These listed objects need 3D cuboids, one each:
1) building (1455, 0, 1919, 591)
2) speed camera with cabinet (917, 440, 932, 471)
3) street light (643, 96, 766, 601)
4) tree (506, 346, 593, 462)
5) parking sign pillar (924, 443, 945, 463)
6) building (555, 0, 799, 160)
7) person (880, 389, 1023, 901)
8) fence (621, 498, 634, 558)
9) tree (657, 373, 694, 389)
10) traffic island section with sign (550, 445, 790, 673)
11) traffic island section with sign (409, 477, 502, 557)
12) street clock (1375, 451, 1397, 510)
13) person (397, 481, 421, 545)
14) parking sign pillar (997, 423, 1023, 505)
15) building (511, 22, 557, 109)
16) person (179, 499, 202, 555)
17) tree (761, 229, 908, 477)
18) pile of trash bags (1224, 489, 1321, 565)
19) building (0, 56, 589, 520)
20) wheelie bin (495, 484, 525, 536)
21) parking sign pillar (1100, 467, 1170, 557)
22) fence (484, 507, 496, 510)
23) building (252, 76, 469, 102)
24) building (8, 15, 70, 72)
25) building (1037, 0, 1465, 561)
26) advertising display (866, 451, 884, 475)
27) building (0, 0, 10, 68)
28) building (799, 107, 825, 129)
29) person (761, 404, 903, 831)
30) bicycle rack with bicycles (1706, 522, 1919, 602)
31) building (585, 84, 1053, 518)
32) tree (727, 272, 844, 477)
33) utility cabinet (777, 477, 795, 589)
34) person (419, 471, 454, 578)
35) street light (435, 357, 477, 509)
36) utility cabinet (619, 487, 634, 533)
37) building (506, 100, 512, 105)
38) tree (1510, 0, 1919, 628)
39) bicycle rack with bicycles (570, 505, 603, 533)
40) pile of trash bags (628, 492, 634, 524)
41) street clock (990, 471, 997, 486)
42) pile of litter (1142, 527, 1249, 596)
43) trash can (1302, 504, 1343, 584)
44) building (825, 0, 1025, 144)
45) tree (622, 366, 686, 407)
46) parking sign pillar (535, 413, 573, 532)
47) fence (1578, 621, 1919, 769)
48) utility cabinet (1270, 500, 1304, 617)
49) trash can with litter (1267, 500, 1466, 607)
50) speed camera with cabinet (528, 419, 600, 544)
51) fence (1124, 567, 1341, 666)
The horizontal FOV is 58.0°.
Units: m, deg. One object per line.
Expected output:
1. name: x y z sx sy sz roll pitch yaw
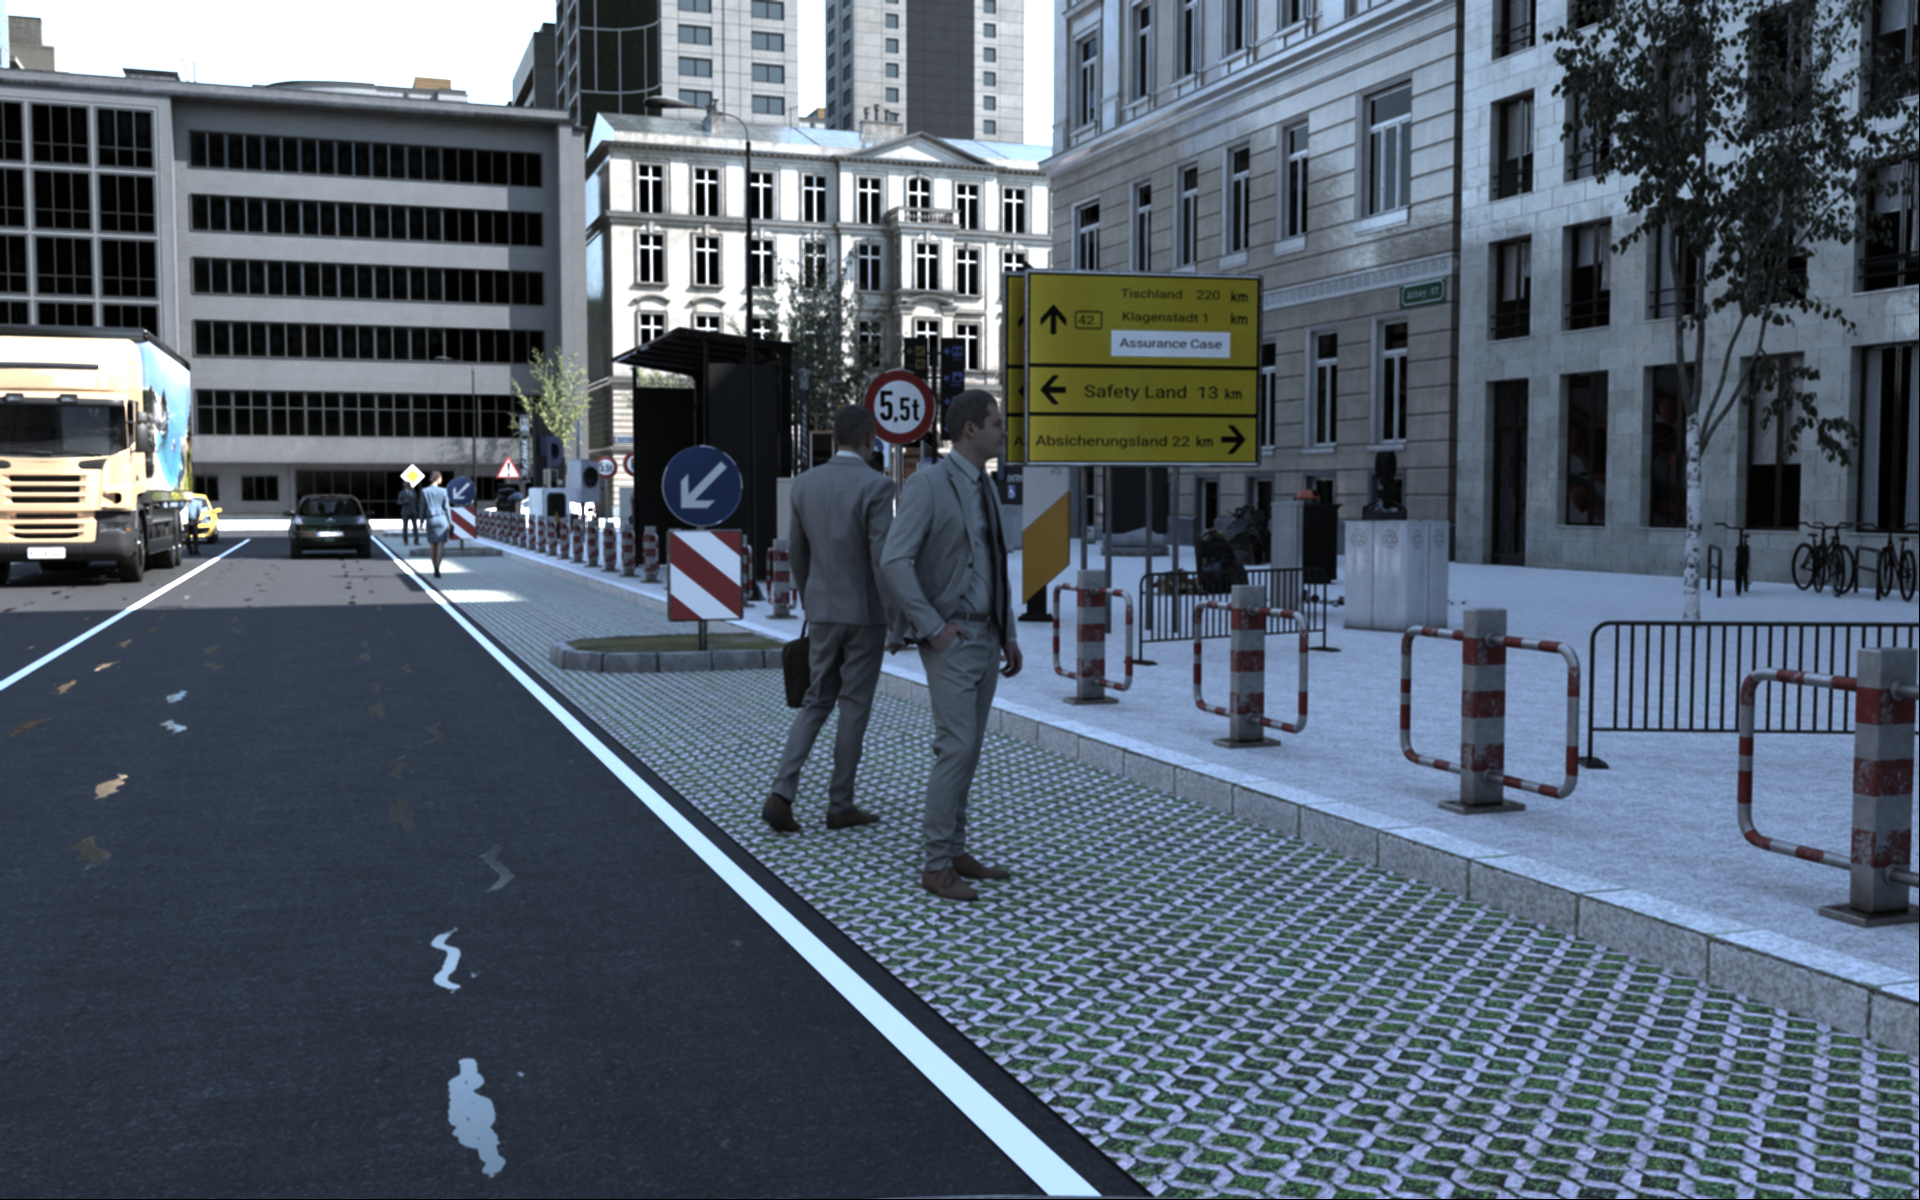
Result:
1. building: 16.981 -10.444 25.517 10.420 20.320 16.860 -1 4 -20
2. speed camera with cabinet: -0.818 -3.343 48.989 0.660 3.252 2.038 0 4 -6
3. street light: -3.028 -2.938 20.577 1.470 5.913 1.316 -1 4 -20
4. tree: -19.998 -8.255 85.327 4.737 8.622 4.395 0 3 0
5. parking sign pillar: -1.271 -6.274 91.050 1.447 3.967 1.447 1 4 18
6. building: -27.142 -43.972 157.198 20.563 71.187 20.611 -1 4 -20
7. person: -0.005 0.138 6.341 0.391 1.810 0.635 1 4 23
8. fence: -6.148 -1.384 33.827 0.480 1.192 2.264 -1 4 -23
9. tree: -12.025 -7.922 79.891 4.360 8.622 3.978 0 3 0
10. traffic island section with sign: -2.449 -0.377 14.789 1.989 1.847 2.006 -1 4 -20
11. traffic island section with sign: -11.706 -1.926 40.111 1.989 1.847 2.006 -1 4 -20
12. street clock: 7.202 -1.515 29.339 0.358 2.002 0.471 2 4 32
13. person: -15.306 -2.419 48.227 0.661 1.801 0.590 -3 5 -40
14. parking sign pillar: 1.457 -3.356 43.336 1.447 3.967 1.447 -2 4 -32
15. building: -33.928 -33.938 178.590 21.300 48.544 21.600 -1 4 -20
16. person: -18.014 -1.828 40.599 0.499 1.552 0.429 0 4 -7
17. tree: -3.562 -5.975 48.059 4.360 8.622 3.978 0 3 0
18. pile of trash bags: 6.091 -1.393 32.528 1.912 1.369 3.447 2 4 28
19. building: -35.229 -16.553 89.715 30.058 24.678 14.314 -1 4 -20
20. wheelie bin: -13.688 -2.736 52.641 0.980 1.594 0.693 0 4 5
21. parking sign pillar: 3.661 -2.917 36.159 1.447 3.967 1.447 1 4 18
22. fence: -20.672 -3.792 77.379 0.278 0.683 2.069 2 4 24
23. building: -84.275 -42.972 244.586 28.212 58.520 21.231 -1 4 -20
24. building: -99.984 -33.489 171.243 21.600 48.544 21.300 -1 4 -20
25. building: 11.747 -15.743 43.307 13.634 28.700 20.117 -1 4 -20
26. advertising display: -1.482 -1.252 25.681 0.123 1.923 0.974 3 4 38
27. building: -89.132 -50.568 139.464 22.319 86.520 31.000 -1 4 -20
28. building: -30.480 -44.128 263.487 28.212 58.520 21.231 -1 4 -20
29. person: -0.496 0.073 7.426 0.709 1.813 0.853 2 4 29
30. bicycle rack with bicycles: 10.715 -0.532 22.088 2.852 0.926 2.925 1 4 21
31. building: -4.115 -17.243 101.004 34.723 24.649 14.460 -1 4 -20
32. tree: -5.549 -6.498 56.597 4.737 8.622 4.395 0 3 0
33. utility cabinet: -1.865 -0.877 23.012 1.173 1.500 0.318 2 4 31
34. person: -8.979 -1.290 29.607 0.581 1.822 0.654 0 4 2
35. street light: -17.054 -5.276 58.809 1.470 5.913 1.316 -1 4 -20
36. utility cabinet: -10.386 -2.893 55.984 1.173 1.500 0.318 0 4 3
37. building: -44.266 -33.353 195.439 14.600 45.320 14.200 -1 4 -20
38. tree: 7.136 -4.027 16.197 4.360 8.622 3.978 0 3 0
39. bicycle rack with bicycles: -12.767 -2.583 55.615 2.852 0.926 2.925 -1 4 -13
40. pile of trash bags: -7.993 -2.208 45.846 1.912 1.369 3.447 0 4 8
41. street clock: 1.088 -3.059 54.588 0.358 2.002 0.471 0 4 -6
42. pile of litter: 3.038 -0.519 22.453 1.719 0.858 1.176 -2 4 -26
43. trash can: 5.110 -0.809 24.882 0.748 1.137 0.748 0 3 0
44. building: -5.615 -46.937 205.671 20.611 71.187 20.563 -1 4 -20
45. tree: -14.535 -8.295 85.982 4.737 8.622 4.395 0 3 0
46. parking sign pillar: -13.774 -4.262 58.155 1.447 3.967 1.447 1 4 18
47. fence: 3.971 0.444 8.116 2.069 0.683 0.278 0 4 5
48. utility cabinet: 3.476 -0.446 18.454 0.306 1.237 1.020 1 4 14
49. trash can with litter: 4.665 -0.571 20.392 2.233 1.210 1.678 3 4 37
50. speed camera with cabinet: -10.335 -3.114 45.247 0.660 3.252 2.038 2 4 33
51. fence: 2.176 0.107 13.628 2.069 0.683 0.278 -2 4 -34
